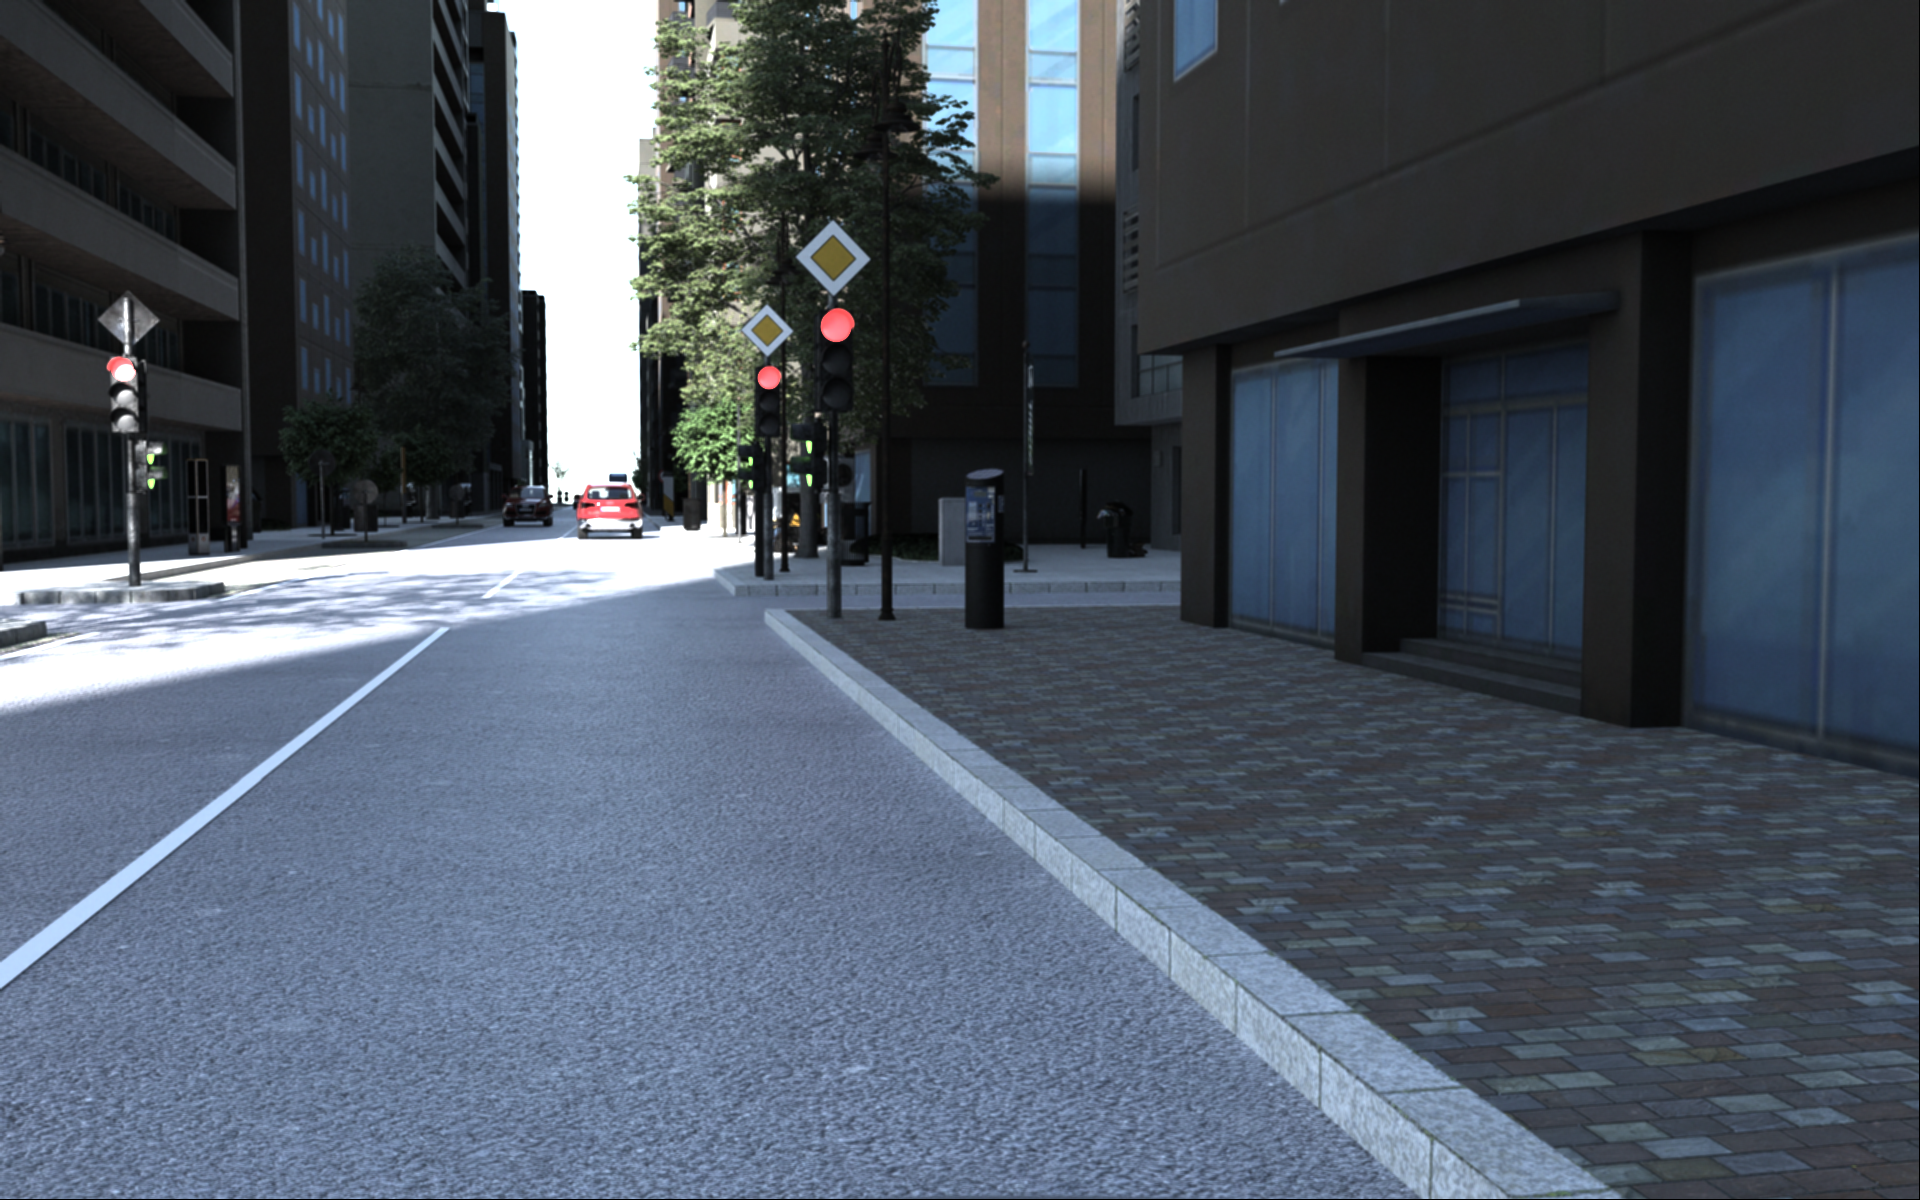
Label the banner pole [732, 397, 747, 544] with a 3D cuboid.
[{"bbox_3d":[-5.750,-3.360,44.955,0.401,3.779,0.863,-1,4,-12],"label":"banner pole"}]

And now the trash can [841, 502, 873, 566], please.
[{"bbox_3d":[-1.937,-1.183,31.003,0.748,1.137,0.748,0,3,0],"label":"trash can"}]

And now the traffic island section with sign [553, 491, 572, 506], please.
[{"bbox_3d":[-46.878,-11.905,203.272,1.989,1.847,2.006,-1,4,-11],"label":"traffic island section with sign"}]

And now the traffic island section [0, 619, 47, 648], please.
[{"bbox_3d":[-9.958,0.367,16.276,2.009,0.180,2.903,-1,4,-11],"label":"traffic island section"}]

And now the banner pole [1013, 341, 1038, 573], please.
[{"bbox_3d":[1.112,-2.331,28.130,0.401,3.779,0.863,-1,4,-9],"label":"banner pole"}]

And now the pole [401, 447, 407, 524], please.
[{"bbox_3d":[-24.209,-4.987,75.382,0.158,3.312,0.155,0,3,0],"label":"pole"}]

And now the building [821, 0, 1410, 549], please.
[{"bbox_3d":[3.038,-24.448,49.835,14.600,45.320,14.200,-1,4,-11],"label":"building"}]

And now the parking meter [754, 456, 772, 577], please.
[{"bbox_3d":[-3.064,-1.301,26.989,0.255,1.863,0.399,-1,4,-10],"label":"parking meter"}]

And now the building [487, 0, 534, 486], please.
[{"bbox_3d":[-64.880,-55.227,215.636,22.319,86.520,31.000,-1,4,-11],"label":"building"}]

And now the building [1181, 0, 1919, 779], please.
[{"bbox_3d":[9.956,-22.065,10.866,14.600,45.320,14.200,-1,4,-11],"label":"building"}]

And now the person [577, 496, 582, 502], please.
[{"bbox_3d":[-23.823,-6.248,110.660,1.348,1.822,0.705,-1,4,-10],"label":"person"}]

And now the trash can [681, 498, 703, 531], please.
[{"bbox_3d":[-9.316,-2.969,60.188,0.748,1.137,0.748,0,3,0],"label":"trash can"}]

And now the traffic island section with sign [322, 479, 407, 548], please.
[{"bbox_3d":[-15.920,-2.311,46.409,1.989,1.847,2.006,-1,4,-11],"label":"traffic island section with sign"}]

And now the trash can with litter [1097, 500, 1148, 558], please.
[{"bbox_3d":[3.306,-1.447,35.043,0.624,1.170,1.055,3,5,41],"label":"trash can with litter"}]

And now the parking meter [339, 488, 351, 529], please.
[{"bbox_3d":[-22.696,-3.393,63.887,0.372,1.533,0.369,0,3,0],"label":"parking meter"}]

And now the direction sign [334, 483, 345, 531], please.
[{"bbox_3d":[-21.708,-4.185,60.417,0.379,3.537,0.876,0,4,-3],"label":"direction sign"}]

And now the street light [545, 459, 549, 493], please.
[{"bbox_3d":[-51.251,-14.823,215.140,0.468,5.910,1.993,-1,4,-11],"label":"street light"}]

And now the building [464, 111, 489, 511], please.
[{"bbox_3d":[-41.837,-21.572,124.396,14.160,30.474,14.107,-1,4,-11],"label":"building"}]

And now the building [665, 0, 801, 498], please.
[{"bbox_3d":[-8.561,-28.319,117.635,22.147,44.769,28.867,-1,4,-11],"label":"building"}]

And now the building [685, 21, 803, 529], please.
[{"bbox_3d":[1.847,-14.394,80.388,27.650,21.520,28.899,-1,4,-11],"label":"building"}]

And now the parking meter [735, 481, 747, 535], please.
[{"bbox_3d":[-6.794,-2.936,53.712,0.255,1.863,0.399,-2,4,-24],"label":"parking meter"}]

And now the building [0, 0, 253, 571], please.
[{"bbox_3d":[-28.242,-25.140,34.744,21.300,48.544,21.600,-1,4,-11],"label":"building"}]

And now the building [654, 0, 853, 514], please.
[{"bbox_3d":[-17.038,-29.845,138.079,14.600,45.320,14.200,-1,4,-11],"label":"building"}]

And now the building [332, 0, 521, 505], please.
[{"bbox_3d":[-47.866,-31.075,158.181,14.600,45.320,14.200,-1,4,-11],"label":"building"}]

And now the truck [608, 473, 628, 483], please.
[{"bbox_3d":[-42.423,-13.759,214.725,2.967,4.110,18.799,-1,4,-11],"label":"truck"}]

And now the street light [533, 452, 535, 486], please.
[{"bbox_3d":[-44.439,-12.705,180.520,0.468,5.910,1.993,-1,4,-11],"label":"street light"}]

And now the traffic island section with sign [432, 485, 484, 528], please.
[{"bbox_3d":[-21.159,-3.938,73.007,1.989,1.847,2.006,-1,4,-11],"label":"traffic island section with sign"}]

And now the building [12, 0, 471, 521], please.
[{"bbox_3d":[-41.976,-29.441,105.067,21.300,48.544,21.600,-1,4,-11],"label":"building"}]

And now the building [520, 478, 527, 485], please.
[{"bbox_3d":[-64.421,-30.415,189.167,32.217,40.220,23.993,-1,4,-11],"label":"building"}]

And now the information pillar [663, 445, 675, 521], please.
[{"bbox_3d":[-13.740,-5.528,81.732,0.504,3.616,0.183,0,4,2],"label":"information pillar"}]

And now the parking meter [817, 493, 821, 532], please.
[{"bbox_3d":[-4.020,-2.413,47.861,0.372,1.533,0.369,0,3,0],"label":"parking meter"}]

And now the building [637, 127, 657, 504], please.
[{"bbox_3d":[-31.100,-36.870,226.531,21.300,48.544,21.600,-1,4,-11],"label":"building"}]

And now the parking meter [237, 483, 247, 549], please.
[{"bbox_3d":[-17.035,-1.985,40.870,0.372,1.533,0.369,0,3,0],"label":"parking meter"}]

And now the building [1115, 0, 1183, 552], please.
[{"bbox_3d":[11.662,-21.425,33.900,14.086,41.232,14.154,-1,4,-11],"label":"building"}]

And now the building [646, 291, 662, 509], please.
[{"bbox_3d":[-14.966,-19.385,161.986,27.650,21.520,28.899,-1,4,-11],"label":"building"}]

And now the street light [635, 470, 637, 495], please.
[{"bbox_3d":[-40.944,-15.162,220.689,0.468,5.910,1.993,-1,4,-11],"label":"street light"}]

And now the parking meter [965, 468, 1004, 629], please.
[{"bbox_3d":[0.236,-0.499,16.576,0.372,1.533,0.369,0,3,0],"label":"parking meter"}]

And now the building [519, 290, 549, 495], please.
[{"bbox_3d":[-64.713,-28.662,240.323,14.160,30.474,14.107,-1,4,-11],"label":"building"}]

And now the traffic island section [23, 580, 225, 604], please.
[{"bbox_3d":[-11.504,-0.112,24.110,2.009,0.180,2.903,-1,4,-11],"label":"traffic island section"}]

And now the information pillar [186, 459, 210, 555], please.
[{"bbox_3d":[-15.985,-1.947,36.333,0.304,2.012,0.304,2,4,27],"label":"information pillar"}]

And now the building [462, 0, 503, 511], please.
[{"bbox_3d":[-48.254,-42.893,139.551,20.563,71.187,20.611,-1,4,-11],"label":"building"}]

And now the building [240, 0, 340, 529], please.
[{"bbox_3d":[-32.276,-25.533,67.574,14.600,45.320,14.200,-1,4,-11],"label":"building"}]
